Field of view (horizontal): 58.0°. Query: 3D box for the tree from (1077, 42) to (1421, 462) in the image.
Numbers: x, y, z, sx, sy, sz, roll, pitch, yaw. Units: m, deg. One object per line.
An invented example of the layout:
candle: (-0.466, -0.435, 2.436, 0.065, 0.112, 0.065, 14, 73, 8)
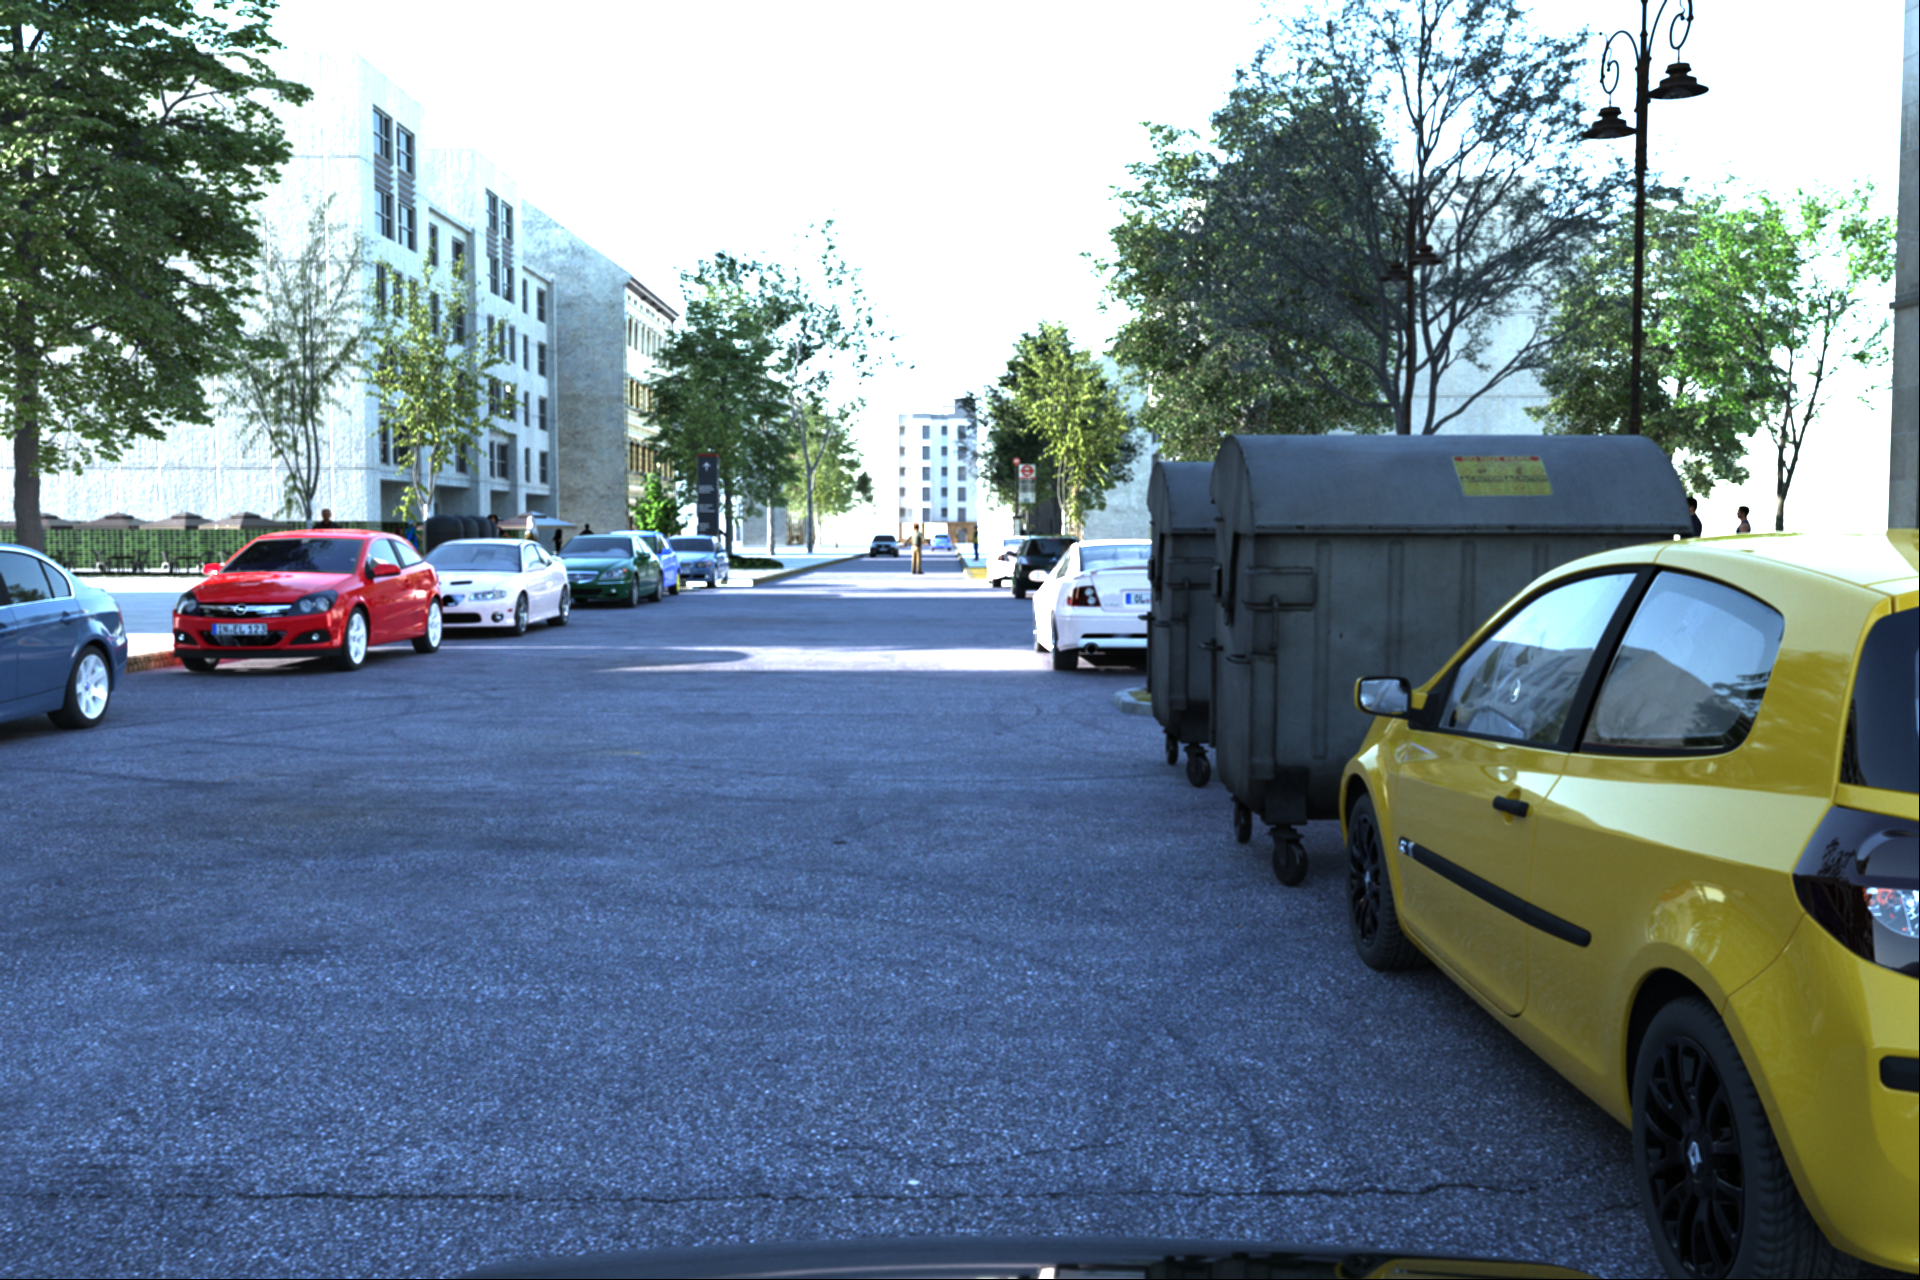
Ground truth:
tree: (7.912, -8.561, 46.634, 9.857, 13.997, 8.962, 0, 3, 0)

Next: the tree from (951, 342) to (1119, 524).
tree: (4.673, -11.897, 104.890, 12.009, 13.543, 11.850, 0, 3, 0)

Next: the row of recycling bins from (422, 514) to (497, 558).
row of recycling bins: (-10.864, -1.883, 37.892, 1.069, 1.692, 3.534, 0, 4, 0)

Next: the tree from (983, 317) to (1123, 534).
tree: (4.630, -10.587, 91.222, 7.486, 12.596, 7.792, 0, 3, 0)

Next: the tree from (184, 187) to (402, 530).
tree: (-13.399, -5.249, 36.182, 4.360, 8.622, 3.978, 0, 3, 0)

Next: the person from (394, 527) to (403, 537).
person: (-12.131, -1.740, 37.660, 0.599, 1.438, 0.989, 1, 4, 13)

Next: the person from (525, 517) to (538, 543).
person: (-11.191, -2.333, 44.914, 0.721, 1.736, 1.217, 0, 4, -2)

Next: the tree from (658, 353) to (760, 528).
tree: (-10.275, -7.341, 70.382, 4.737, 8.622, 4.395, 0, 3, 0)

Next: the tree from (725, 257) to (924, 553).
tree: (-9.334, -16.072, 118.659, 12.611, 20.169, 13.585, 0, 3, 0)

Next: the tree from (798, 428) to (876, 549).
tree: (-10.526, -13.239, 150.876, 8.767, 10.594, 7.601, 3, 5, 44)

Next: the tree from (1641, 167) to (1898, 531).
tree: (23.626, -7.555, 49.283, 9.928, 11.665, 9.643, 0, 3, 0)

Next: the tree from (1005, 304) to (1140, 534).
tree: (3.652, -6.491, 56.490, 4.737, 8.622, 4.395, 0, 3, 0)

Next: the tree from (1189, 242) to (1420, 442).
tree: (11.187, -8.113, 58.398, 9.928, 11.665, 9.643, 0, 3, 0)

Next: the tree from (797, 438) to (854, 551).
tree: (-10.413, -11.030, 130.700, 4.737, 8.622, 4.395, 0, 3, 0)

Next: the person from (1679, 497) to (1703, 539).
person: (10.602, -1.174, 25.239, 0.704, 1.823, 1.345, 1, 4, 13)

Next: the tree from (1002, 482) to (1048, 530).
tree: (4.724, -10.923, 128.958, 4.360, 8.622, 3.978, 0, 3, 0)

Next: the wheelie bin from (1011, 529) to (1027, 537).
wheelie bin: (2.275, -3.630, 67.266, 0.693, 1.594, 0.980, 0, 4, 0)

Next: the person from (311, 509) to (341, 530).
person: (-13.192, -1.830, 36.098, 1.348, 1.807, 0.705, -1, 4, -19)

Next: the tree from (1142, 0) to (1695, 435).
tree: (8.490, -7.481, 32.680, 12.009, 13.543, 11.850, 0, 3, 0)

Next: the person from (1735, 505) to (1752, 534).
person: (14.392, -1.576, 31.928, 0.704, 1.807, 1.345, 2, 4, 30)

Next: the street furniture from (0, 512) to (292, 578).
street furniture: (-35.121, -2.935, 53.013, 27.439, 1.986, 14.083, 1, 4, 22)

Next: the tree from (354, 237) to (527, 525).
tree: (-13.434, -5.728, 44.019, 4.737, 8.622, 4.395, 0, 3, 0)

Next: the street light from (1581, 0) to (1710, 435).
street light: (5.735, -2.562, 14.677, 0.468, 5.910, 1.993, 0, 4, -1)

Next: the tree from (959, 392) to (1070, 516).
tree: (4.856, -14.559, 148.415, 12.009, 13.543, 11.850, 0, 3, 0)

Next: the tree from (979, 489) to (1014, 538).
tree: (6.087, -18.700, 240.159, 7.601, 10.594, 8.767, 0, 4, 4)

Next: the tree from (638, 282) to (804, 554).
tree: (-10.986, -9.827, 78.801, 7.486, 12.596, 7.792, 0, 3, 0)

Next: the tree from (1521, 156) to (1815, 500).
tree: (24.283, -9.379, 60.007, 9.857, 13.997, 8.962, 0, 3, 0)

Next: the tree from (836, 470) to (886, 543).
tree: (-13.767, -18.787, 241.571, 7.601, 10.594, 8.767, 0, 4, -4)

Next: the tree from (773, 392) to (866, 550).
tree: (-11.363, -13.496, 138.781, 7.486, 12.596, 7.792, 0, 3, 0)

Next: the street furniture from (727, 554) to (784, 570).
street furniture: (-9.991, -3.096, 66.246, 5.734, 0.657, 10.072, -1, 4, -11)

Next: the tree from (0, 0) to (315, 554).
tree: (-13.102, -6.492, 24.271, 7.486, 12.596, 7.792, 0, 3, 0)

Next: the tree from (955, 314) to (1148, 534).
tree: (4.261, -8.483, 73.104, 8.767, 10.594, 7.601, -2, 4, -33)

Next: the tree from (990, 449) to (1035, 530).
tree: (4.356, -11.394, 136.656, 4.737, 8.622, 4.395, 0, 3, 0)

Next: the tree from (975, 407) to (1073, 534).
tree: (4.552, -11.418, 121.100, 7.601, 10.594, 8.767, -1, 4, -14)

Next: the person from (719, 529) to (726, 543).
person: (-11.112, -4.471, 79.238, 1.346, 1.812, 0.704, 0, 4, 7)

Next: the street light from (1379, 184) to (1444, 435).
street light: (6.051, -3.094, 23.379, 0.468, 5.910, 1.993, 0, 4, -1)

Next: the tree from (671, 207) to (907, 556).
tree: (-9.833, -14.940, 100.164, 12.611, 20.169, 13.585, 0, 3, 0)
